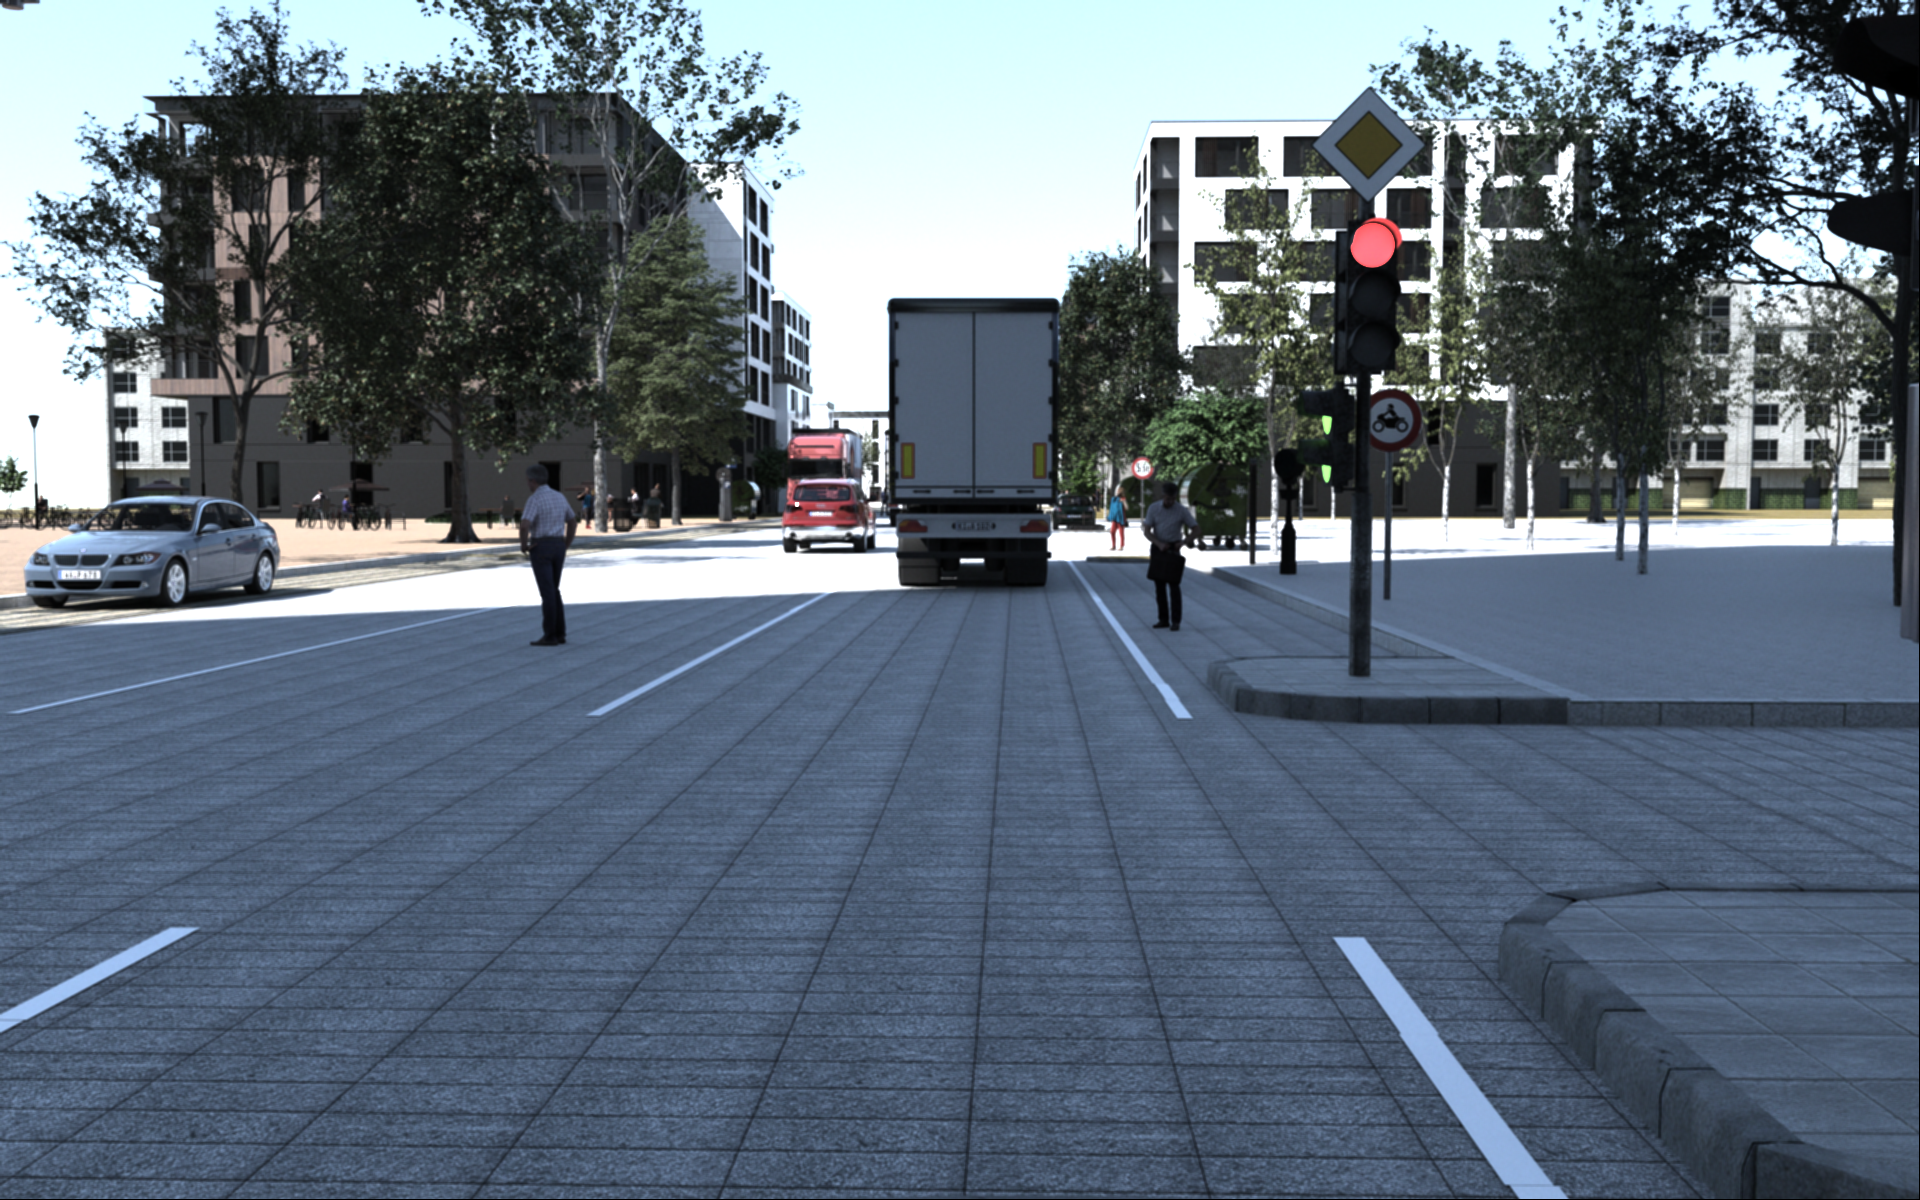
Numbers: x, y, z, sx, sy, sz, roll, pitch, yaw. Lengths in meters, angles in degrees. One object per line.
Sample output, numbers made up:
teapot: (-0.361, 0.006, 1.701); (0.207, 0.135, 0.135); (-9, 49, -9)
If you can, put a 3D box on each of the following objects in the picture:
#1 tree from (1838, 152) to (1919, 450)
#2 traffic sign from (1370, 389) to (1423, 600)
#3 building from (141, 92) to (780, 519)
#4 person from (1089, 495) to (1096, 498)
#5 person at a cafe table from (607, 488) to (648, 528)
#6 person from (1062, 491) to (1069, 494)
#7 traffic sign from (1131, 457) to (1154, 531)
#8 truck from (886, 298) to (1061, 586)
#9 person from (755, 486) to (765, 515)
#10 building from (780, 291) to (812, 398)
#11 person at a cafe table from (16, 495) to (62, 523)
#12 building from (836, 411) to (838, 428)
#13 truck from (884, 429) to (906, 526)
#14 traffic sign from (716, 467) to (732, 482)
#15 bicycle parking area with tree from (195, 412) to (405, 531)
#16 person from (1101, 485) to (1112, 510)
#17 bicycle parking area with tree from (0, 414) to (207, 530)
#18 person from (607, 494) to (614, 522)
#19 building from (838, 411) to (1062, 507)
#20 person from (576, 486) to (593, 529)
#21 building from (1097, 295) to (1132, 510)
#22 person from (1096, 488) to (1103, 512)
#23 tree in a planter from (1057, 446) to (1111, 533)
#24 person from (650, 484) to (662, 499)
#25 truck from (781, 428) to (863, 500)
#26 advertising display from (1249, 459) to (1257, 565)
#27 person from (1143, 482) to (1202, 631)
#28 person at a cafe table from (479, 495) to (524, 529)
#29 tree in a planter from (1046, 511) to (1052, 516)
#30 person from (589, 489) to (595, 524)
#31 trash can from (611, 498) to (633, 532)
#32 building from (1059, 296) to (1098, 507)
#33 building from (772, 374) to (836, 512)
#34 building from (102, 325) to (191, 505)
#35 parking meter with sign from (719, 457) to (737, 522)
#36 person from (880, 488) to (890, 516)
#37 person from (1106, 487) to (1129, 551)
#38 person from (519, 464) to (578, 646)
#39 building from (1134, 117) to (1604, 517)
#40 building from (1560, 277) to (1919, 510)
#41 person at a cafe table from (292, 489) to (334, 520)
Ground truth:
tree: (22.165, -7.128, 33.551); (9.611, 12.733, 9.660); (0, 3, 0)
traffic sign: (5.204, -1.280, 21.027); (0.768, 2.556, 0.104); (0, 4, 4)
building: (-27.345, -15.965, 105.008); (27.936, 21.610, 32.646); (0, 4, 2)
person: (10.969, -8.563, 146.734); (1.217, 1.739, 0.721); (1, 4, 15)
person at a cafe table: (-12.625, -3.489, 65.567); (1.622, 1.524, 1.698); (1, 4, 9)
person: (9.848, -9.474, 161.737); (0.742, 1.727, 0.445); (-1, 4, -23)
traffic sign: (6.258, -3.628, 59.427); (0.768, 2.556, 0.104); (0, 4, 4)
truck: (0.204, -2.533, 30.334); (2.839, 4.237, 11.283); (0, 3, 0)
person: (-12.526, -6.173, 107.106); (1.348, 1.807, 0.705); (3, 4, 36)
building: (-33.579, -21.103, 189.003); (32.646, 21.610, 27.936); (0, 4, 2)
person at a cafe table: (-41.038, -4.065, 77.318); (1.698, 1.238, 1.726); (-1, 4, -21)
building: (-25.795, -13.143, 157.031); (28.070, 9.664, 9.099); (0, 4, 2)
truck: (-1.805, -5.611, 80.648); (2.839, 4.237, 11.283); (0, 4, 3)
traffic sign: (-11.114, -4.976, 81.466); (0.768, 2.556, 0.104); (0, 4, 6)
bicycle parking area with tree: (-24.336, -4.588, 62.013); (8.231, 4.147, 9.016); (-1, 4, -21)
person: (8.392, -5.449, 95.269); (1.348, 1.807, 0.705); (1, 4, 12)
bicycle parking area with tree: (-33.235, -4.790, 65.314); (9.016, 4.147, 8.231); (1, 4, 22)
person: (-16.199, -4.304, 79.605); (0.628, 1.438, 0.799); (-1, 4, -13)
building: (-3.424, -14.484, 178.960); (28.070, 9.664, 9.099); (0, 4, 2)
person: (-13.818, -3.435, 64.067); (0.662, 1.594, 0.647); (2, 4, 31)
building: (20.548, -17.003, 144.455); (16.747, 18.905, 31.486); (0, 4, 2)
person: (10.222, -7.356, 126.765); (0.568, 1.767, 0.683); (1, 4, 14)
tree in a planter: (4.615, -4.108, 64.384); (1.991, 3.239, 1.994); (0, 4, 2)
person: (-13.781, -4.392, 78.543); (0.565, 1.739, 0.600); (-1, 4, -9)
truck: (-5.890, -5.329, 76.047); (2.839, 4.237, 11.283); (0, 4, 1)
advertising display: (5.384, -1.629, 31.845); (0.123, 1.923, 0.974); (1, 4, 9)
person: (2.243, -0.466, 18.339); (0.614, 1.554, 0.590); (1, 4, 17)
person at a cafe table: (-16.767, -3.240, 63.839); (1.698, 1.238, 1.726); (-1, 4, -22)
tree in a planter: (6.295, -7.137, 113.915); (1.991, 3.239, 1.994); (0, 4, 2)
person: (-15.517, -3.963, 73.380); (0.480, 1.512, 0.613); (1, 4, 20)
trash can: (-11.490, -2.893, 58.952); (0.748, 1.137, 0.748); (0, 3, 0)
building: (27.227, -20.964, 186.727); (32.646, 21.610, 27.936); (0, 4, 2)
building: (-15.972, -11.814, 135.307); (9.099, 9.664, 28.070); (0, 4, 2)
building: (-56.430, -17.611, 154.400); (31.486, 18.905, 16.747); (0, 4, 2)
parking meter with sign: (-10.836, -5.142, 80.340); (0.543, 3.016, 1.738); (-1, 4, -22)
person: (-4.903, -6.423, 113.390); (0.709, 1.838, 0.599); (-1, 4, -14)
person: (3.966, -2.043, 43.603); (0.444, 1.614, 0.593); (-1, 4, -14)
person: (-3.955, -0.425, 16.392); (0.436, 1.711, 0.756); (3, 4, 36)
building: (24.927, -16.329, 110.949); (27.936, 21.610, 32.646); (0, 4, 2)
building: (64.807, -17.339, 149.952); (31.486, 18.905, 16.747); (0, 4, 2)
person at a cafe table: (-31.555, -4.680, 85.029); (1.622, 1.524, 1.698); (3, 4, 37)
